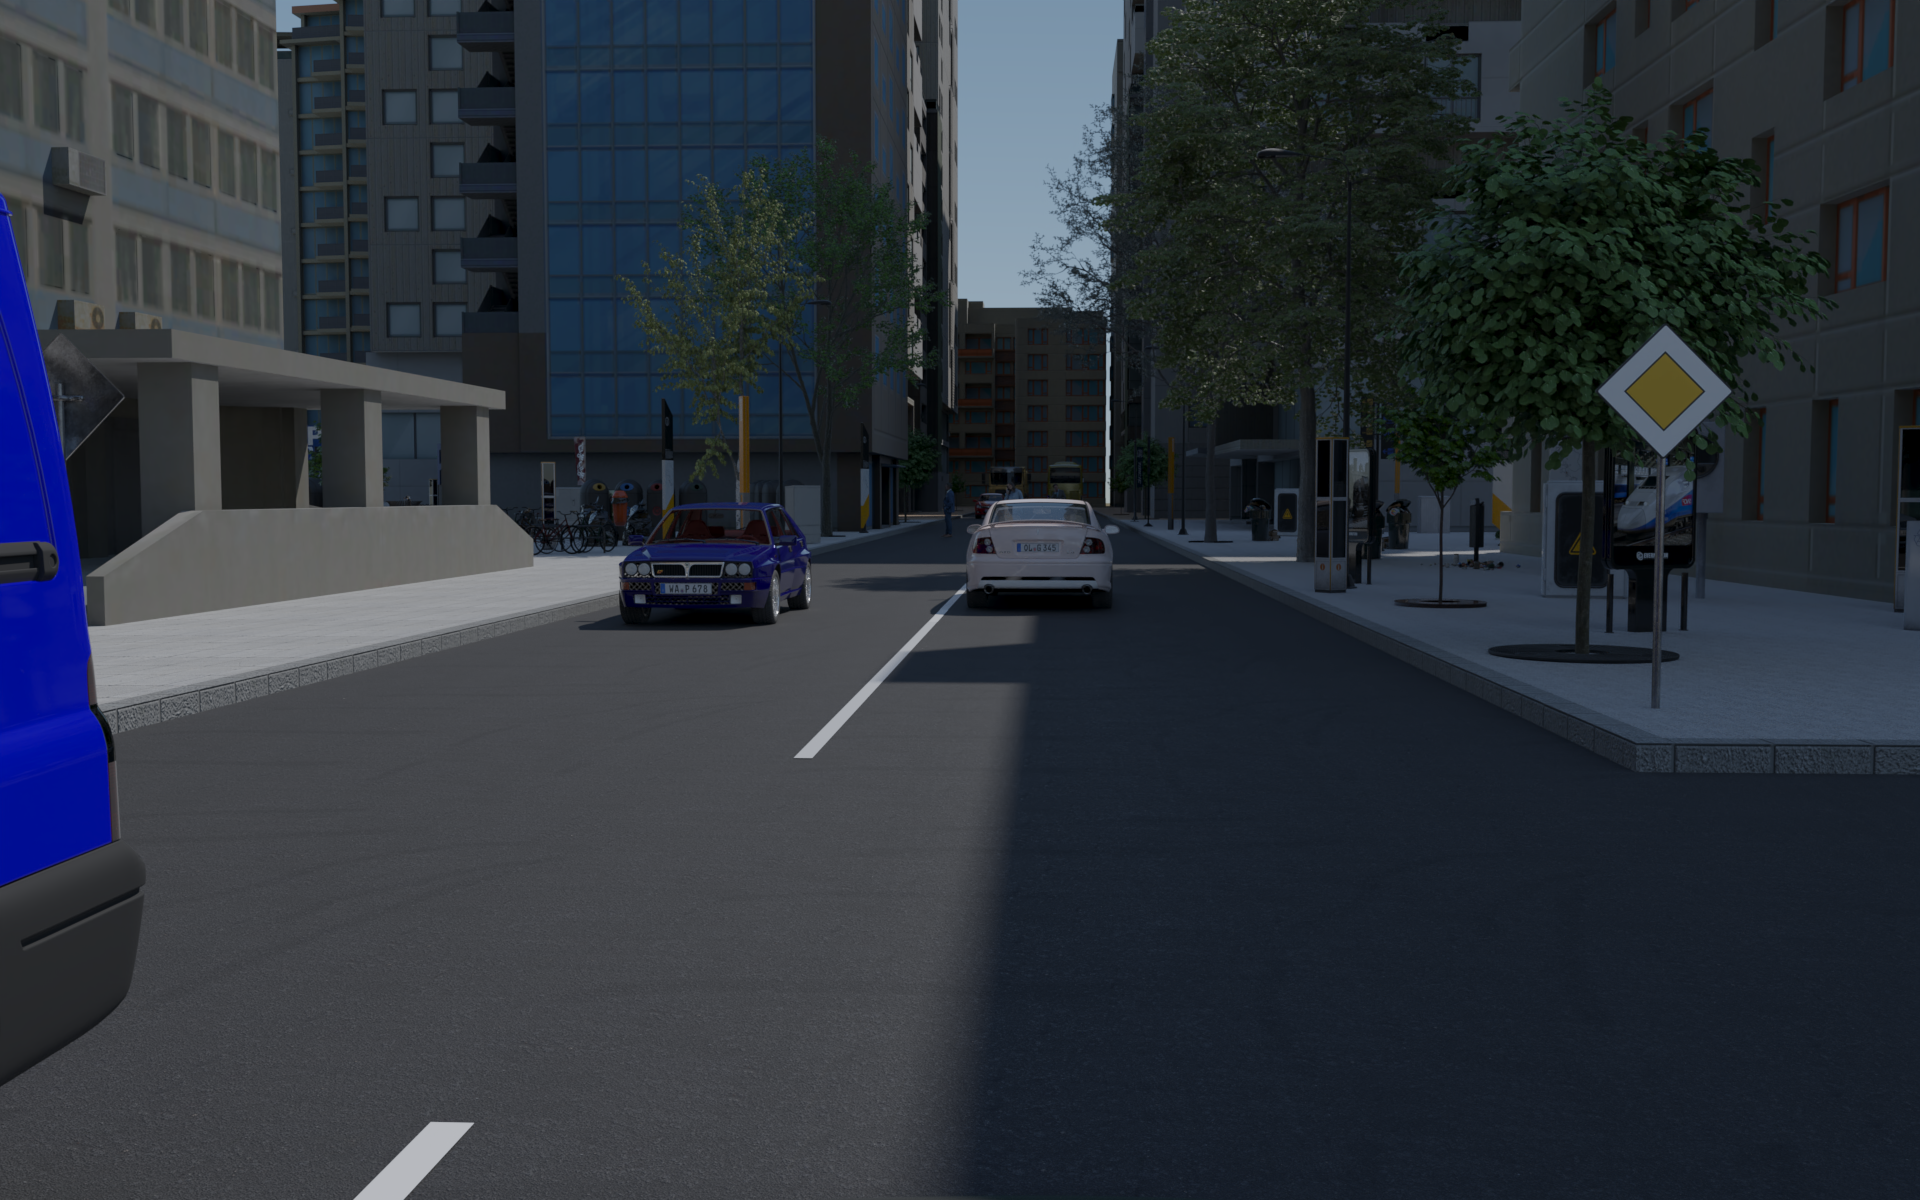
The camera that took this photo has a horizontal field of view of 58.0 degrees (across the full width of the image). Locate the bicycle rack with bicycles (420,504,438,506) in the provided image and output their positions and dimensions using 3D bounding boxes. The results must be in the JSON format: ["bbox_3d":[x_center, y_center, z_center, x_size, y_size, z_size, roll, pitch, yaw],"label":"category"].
[{"bbox_3d":[-20.143,-3.053,63.295,2.852,0.926,2.925,1,4,10],"label":"bicycle rack with bicycles"}]

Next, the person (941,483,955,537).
[{"bbox_3d":[-0.378,-2.997,57.683,0.419,1.800,0.721,-1,4,-9],"label":"person"}]

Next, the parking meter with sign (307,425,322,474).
[{"bbox_3d":[-16.259,-2.959,44.647,0.543,3.016,1.738,0,4,1],"label":"parking meter with sign"}]

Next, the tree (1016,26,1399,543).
[{"bbox_3d":[6.583,-8.265,45.505,12.009,13.543,11.850,0,3,0],"label":"tree"}]

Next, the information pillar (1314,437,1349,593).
[{"bbox_3d":[4.828,-1.102,22.512,0.304,2.012,0.304,-2,4,-32],"label":"information pillar"}]

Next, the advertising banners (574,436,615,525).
[{"bbox_3d":[-10.898,-3.419,52.082,2.074,3.025,0.090,3,4,37],"label":"advertising banners"}]

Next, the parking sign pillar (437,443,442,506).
[{"bbox_3d":[-19.587,-4.757,66.249,1.447,3.967,1.447,-2,4,-31],"label":"parking sign pillar"}]

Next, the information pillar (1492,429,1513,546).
[{"bbox_3d":[13.412,-3.142,42.719,0.504,3.616,0.183,2,4,31],"label":"information pillar"}]

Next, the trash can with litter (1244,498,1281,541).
[{"bbox_3d":[8.287,-2.196,47.293,0.624,1.170,1.055,3,5,41],"label":"trash can with litter"}]

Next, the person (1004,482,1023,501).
[{"bbox_3d":[1.633,-2.571,50.803,0.793,1.790,0.793,0,4,-5],"label":"person"}]

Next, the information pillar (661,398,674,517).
[{"bbox_3d":[-7.184,-3.131,42.546,0.183,3.616,0.504,1,4,16],"label":"information pillar"}]

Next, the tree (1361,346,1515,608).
[{"bbox_3d":[5.646,-1.539,19.764,1.663,3.219,1.824,0,3,0],"label":"tree"}]

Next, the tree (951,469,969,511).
[{"bbox_3d":[-0.349,-8.324,130.706,1.663,3.219,1.824,0,3,0],"label":"tree"}]

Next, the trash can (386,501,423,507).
[{"bbox_3d":[-11.718,-1.523,36.554,0.748,1.137,0.748,0,3,0],"label":"trash can"}]

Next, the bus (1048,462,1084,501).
[{"bbox_3d":[8.028,-8.574,131.732,2.896,3.916,12.252,0,4,4],"label":"bus"}]

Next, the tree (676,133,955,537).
[{"bbox_3d":[-4.148,-7.689,51.476,9.928,11.665,9.643,0,3,0],"label":"tree"}]

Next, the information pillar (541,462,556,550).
[{"bbox_3d":[-9.441,-2.156,39.738,0.304,2.012,0.304,-1,4,-17],"label":"information pillar"}]

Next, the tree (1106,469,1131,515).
[{"bbox_3d":[9.824,-6.869,106.907,1.663,3.219,1.824,0,3,0],"label":"tree"}]

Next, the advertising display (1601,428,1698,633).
[{"bbox_3d":[6.407,-0.666,16.095,0.974,1.923,0.123,-1,4,-19],"label":"advertising display"}]

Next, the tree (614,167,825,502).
[{"bbox_3d":[-5.173,-5.393,38.535,4.737,8.622,4.395,0,3,0],"label":"tree"}]

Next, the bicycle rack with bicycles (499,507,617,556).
[{"bbox_3d":[-8.750,-1.481,37.598,2.925,0.926,2.852,-3,5,-42],"label":"bicycle rack with bicycles"}]

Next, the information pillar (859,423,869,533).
[{"bbox_3d":[-3.133,-4.013,56.969,0.183,3.616,0.504,1,4,22],"label":"information pillar"}]

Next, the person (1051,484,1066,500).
[{"bbox_3d":[3.999,-3.777,70.067,0.655,1.846,0.447,1,4,16],"label":"person"}]

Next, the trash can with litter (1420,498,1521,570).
[{"bbox_3d":[8.916,-1.170,30.194,1.678,1.210,2.233,1,4,14],"label":"trash can with litter"}]

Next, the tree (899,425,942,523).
[{"bbox_3d":[-3.189,-6.180,84.761,4.285,4.588,4.351,0,3,0],"label":"tree"}]

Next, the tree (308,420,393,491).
[{"bbox_3d":[-14.025,-2.733,39.293,1.663,3.219,1.824,0,3,0],"label":"tree"}]

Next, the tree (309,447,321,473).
[{"bbox_3d":[-31.115,-6.253,85.952,4.285,4.588,4.351,0,3,0],"label":"tree"}]

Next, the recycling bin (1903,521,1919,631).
[{"bbox_3d":[9.392,-0.226,16.252,0.722,1.027,0.722,-3,4,-37],"label":"recycling bin"}]

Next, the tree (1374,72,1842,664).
[{"bbox_3d":[4.949,-1.825,13.555,4.285,4.588,4.351,0,3,0],"label":"tree"}]

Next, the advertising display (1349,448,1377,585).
[{"bbox_3d":[5.635,-1.204,24.892,0.123,1.923,0.974,-1,4,-22],"label":"advertising display"}]

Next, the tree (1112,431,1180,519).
[{"bbox_3d":[9.391,-6.396,88.289,4.285,4.588,4.351,0,3,0],"label":"tree"}]

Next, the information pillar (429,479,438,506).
[{"bbox_3d":[-25.782,-4.914,84.844,0.304,2.012,0.304,3,5,40],"label":"information pillar"}]

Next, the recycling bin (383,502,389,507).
[{"bbox_3d":[-17.490,-2.444,52.520,0.722,1.027,0.722,0,4,-2],"label":"recycling bin"}]

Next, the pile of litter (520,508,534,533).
[{"bbox_3d":[-13.834,-2.473,54.407,1.176,0.858,1.719,-1,4,-19],"label":"pile of litter"}]

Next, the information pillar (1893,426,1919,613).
[{"bbox_3d":[10.320,-0.870,18.722,0.304,2.012,0.304,3,5,39],"label":"information pillar"}]

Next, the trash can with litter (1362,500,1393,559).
[{"bbox_3d":[7.912,-1.399,34.262,0.624,1.170,1.055,-2,4,-26],"label":"trash can with litter"}]

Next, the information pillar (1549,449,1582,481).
[{"bbox_3d":[9.302,-2.158,26.642,0.504,3.616,0.183,0,4,7],"label":"information pillar"}]

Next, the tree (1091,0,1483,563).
[{"bbox_3d":[6.162,-6.977,32.207,7.486,12.596,7.792,0,3,0],"label":"tree"}]

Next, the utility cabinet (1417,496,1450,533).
[{"bbox_3d":[15.459,-2.773,56.507,1.020,1.237,0.306,0,4,-8],"label":"utility cabinet"}]

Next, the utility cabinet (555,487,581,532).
[{"bbox_3d":[-12.859,-2.983,57.452,1.173,1.500,0.318,0,4,8],"label":"utility cabinet"}]

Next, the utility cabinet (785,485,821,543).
[{"bbox_3d":[-4.033,-2.182,44.357,0.318,1.500,1.173,2,4,29],"label":"utility cabinet"}]
